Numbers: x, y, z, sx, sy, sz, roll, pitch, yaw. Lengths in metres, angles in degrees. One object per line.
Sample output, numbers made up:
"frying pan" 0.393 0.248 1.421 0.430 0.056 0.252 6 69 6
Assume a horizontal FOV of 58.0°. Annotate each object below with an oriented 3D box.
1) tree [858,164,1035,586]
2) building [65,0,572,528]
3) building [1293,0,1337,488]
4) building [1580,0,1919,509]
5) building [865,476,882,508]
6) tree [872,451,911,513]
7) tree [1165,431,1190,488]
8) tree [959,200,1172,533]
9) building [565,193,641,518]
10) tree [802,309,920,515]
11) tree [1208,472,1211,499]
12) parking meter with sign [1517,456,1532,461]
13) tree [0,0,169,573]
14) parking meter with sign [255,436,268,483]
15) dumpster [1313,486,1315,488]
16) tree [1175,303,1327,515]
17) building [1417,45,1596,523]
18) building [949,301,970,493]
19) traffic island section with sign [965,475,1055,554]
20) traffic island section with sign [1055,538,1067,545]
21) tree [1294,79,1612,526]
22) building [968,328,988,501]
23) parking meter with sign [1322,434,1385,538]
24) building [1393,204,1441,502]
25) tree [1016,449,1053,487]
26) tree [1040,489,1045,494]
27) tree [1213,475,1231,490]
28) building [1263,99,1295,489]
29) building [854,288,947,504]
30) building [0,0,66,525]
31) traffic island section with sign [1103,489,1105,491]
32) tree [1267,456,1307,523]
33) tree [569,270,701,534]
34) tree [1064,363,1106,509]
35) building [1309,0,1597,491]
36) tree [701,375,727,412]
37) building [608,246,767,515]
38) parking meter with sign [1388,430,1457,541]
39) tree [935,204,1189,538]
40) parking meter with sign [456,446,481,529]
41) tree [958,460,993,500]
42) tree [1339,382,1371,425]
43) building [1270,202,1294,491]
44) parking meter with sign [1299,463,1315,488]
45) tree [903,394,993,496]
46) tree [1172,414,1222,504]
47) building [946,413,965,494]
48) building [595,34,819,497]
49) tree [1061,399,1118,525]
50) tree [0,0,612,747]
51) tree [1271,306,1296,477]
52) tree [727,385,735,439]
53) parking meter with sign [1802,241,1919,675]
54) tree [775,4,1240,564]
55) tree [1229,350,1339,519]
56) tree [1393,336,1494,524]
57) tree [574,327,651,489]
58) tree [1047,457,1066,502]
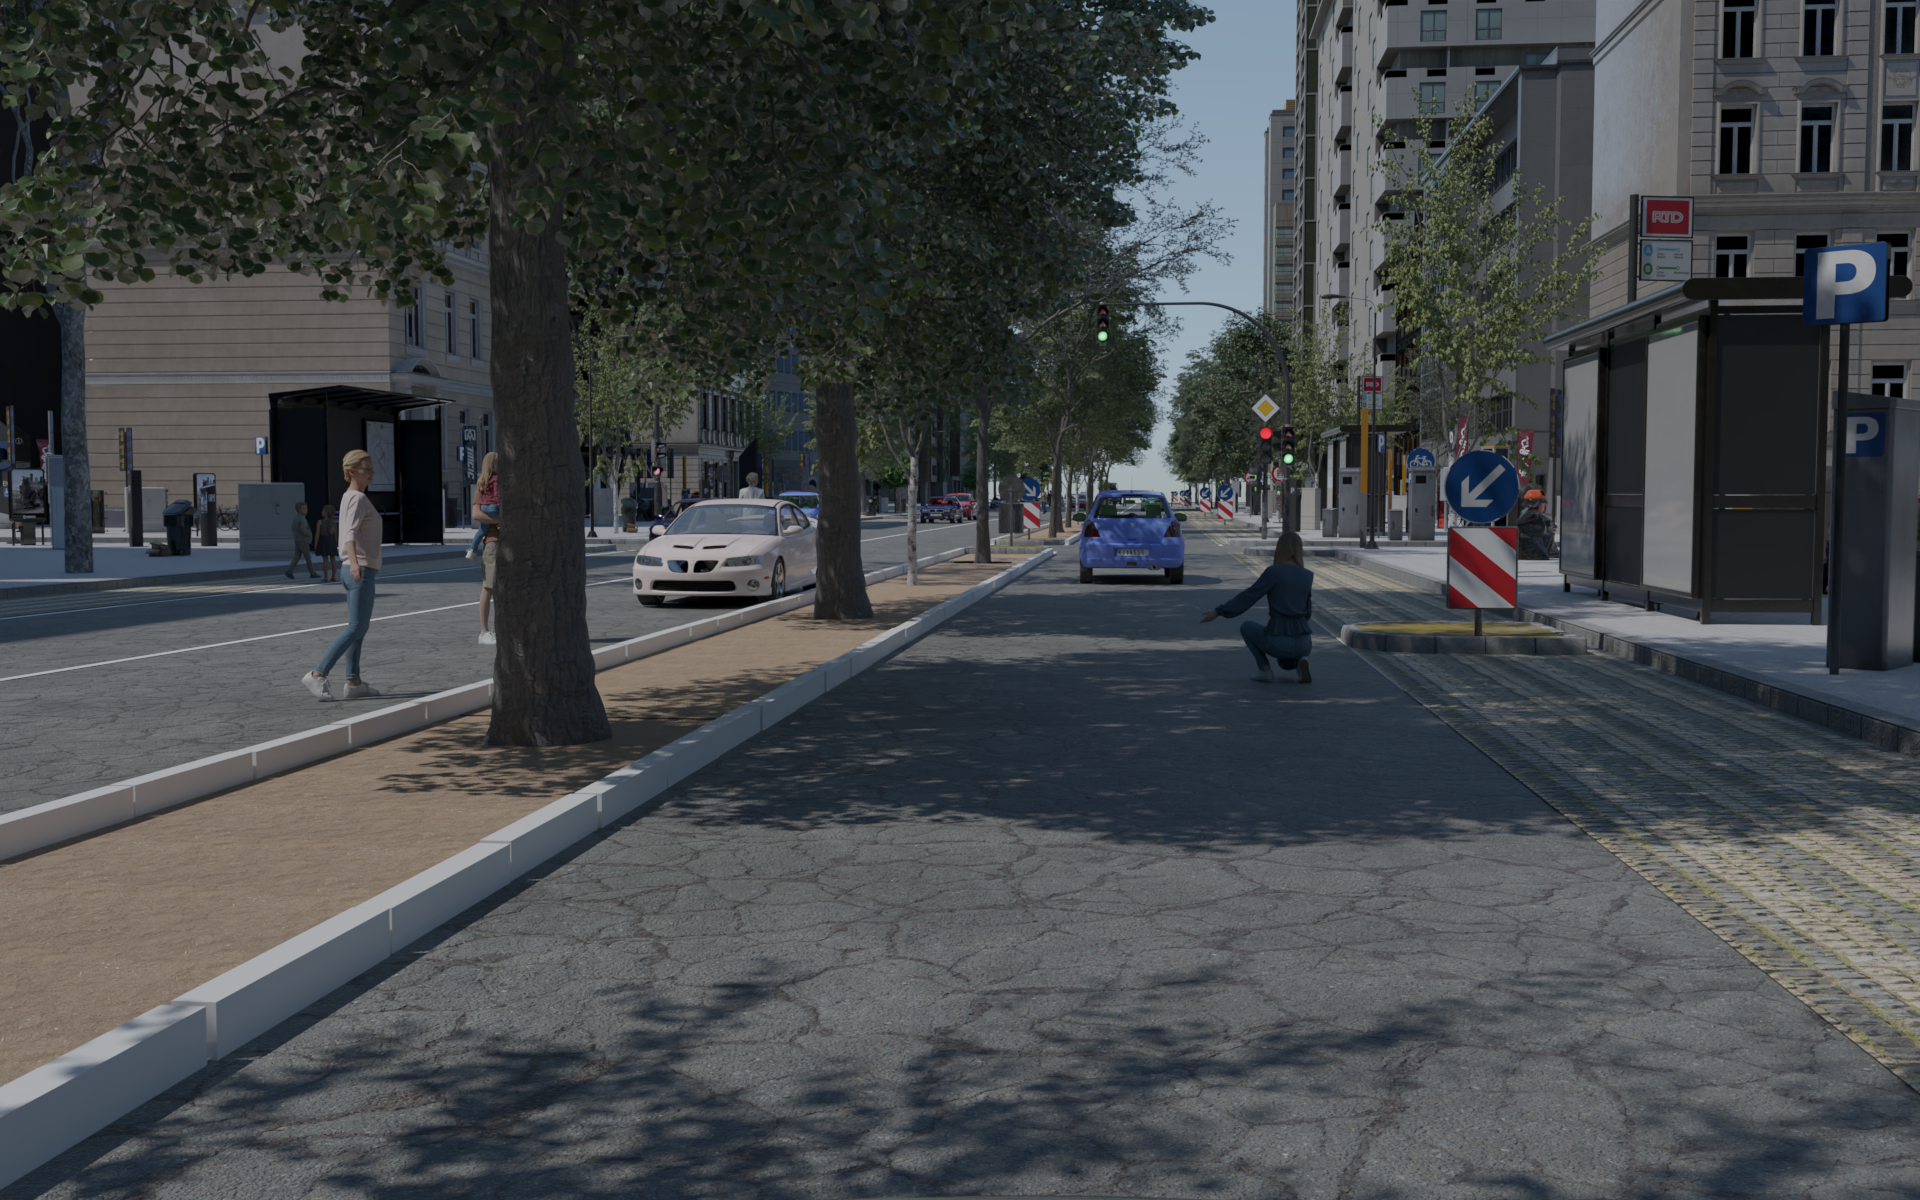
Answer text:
"tree" -0.756 -4.533 26.942 4.737 8.622 4.395 0 3 0
"building" -26.194 -17.619 73.981 13.634 28.700 20.117 0 4 6
"building" 52.362 -48.141 225.352 20.563 71.187 20.611 0 4 6
"building" 36.456 -16.174 61.710 25.104 27.353 12.463 0 4 6
"building" -24.491 -29.179 168.951 32.217 40.220 23.993 0 4 6
"tree" -4.408 -8.190 117.620 4.285 4.588 4.351 0 3 0
"tree" 33.175 -19.794 249.380 9.928 11.665 9.643 0 3 0
"tree" 3.673 -8.729 63.299 7.486 12.596 7.792 0 3 0
"building" -26.182 -13.810 93.239 16.820 18.784 16.811 0 4 6
"tree" -5.973 -11.503 106.201 7.486 12.596 7.792 0 3 0
"tree" 25.923 -15.088 181.096 7.601 10.594 8.767 2 4 27
"parking meter with sign" 22.368 -4.479 69.485 0.543 3.016 1.738 2 4 35
"tree" -13.544 -10.579 28.859 12.611 20.169 13.585 0 3 0
"parking meter with sign" -20.663 -3.480 53.156 0.543 3.016 1.738 2 4 35
"dumpster" 17.808 -4.959 83.575 1.502 2.255 1.985 0 4 6
"tree" 17.829 -11.458 104.345 9.611 12.733 9.660 0 3 0
"building" 33.316 -16.579 90.134 14.314 24.678 30.058 0 4 6
"building" -6.066 -37.558 264.184 14.600 45.320 14.200 0 4 6
"traffic island section with sign" 1.186 -2.067 41.925 2.006 1.907 1.989 0 4 6
"traffic island section with sign" 2.018 -2.517 49.286 2.006 1.907 1.989 0 4 6
"tree" 9.079 -4.941 31.148 4.737 8.622 4.395 0 3 0
"building" -3.104 -36.366 278.183 14.154 41.232 14.086 0 4 6
"parking meter with sign" 11.478 -3.328 50.671 1.738 3.016 0.543 2 4 35
"building" 35.873 -17.347 113.300 12.332 23.373 15.834 0 4 6
"tree" 9.630 -19.955 243.278 9.611 12.733 9.660 0 3 0
"tree" 11.958 -16.139 258.470 1.663 3.219 1.824 0 3 0
"tree" 21.512 -8.896 140.043 1.663 3.219 1.824 0 3 0
"building" 56.866 -44.183 264.393 21.231 58.520 28.212 0 4 6
"building" -9.478 -27.973 229.058 14.160 30.474 14.107 0 4 6
"building" -46.096 -14.740 70.671 15.834 23.373 12.332 0 4 6
"traffic island section with sign" 10.348 -7.084 123.963 2.006 1.907 1.989 0 4 6
"tree" 14.428 -4.990 76.188 1.663 3.219 1.824 0 3 0
"tree" -11.410 -6.461 55.995 4.737 8.622 4.395 0 3 0
"tree" 5.220 -8.055 84.520 4.737 8.622 4.395 0 3 0
"building" 49.934 -35.566 170.746 28.713 52.752 27.495 0 4 6
"tree" -10.751 -6.784 61.285 4.737 8.622 4.395 0 3 0
"building" -19.750 -15.390 116.258 10.561 19.102 19.286 0 4 6
"parking meter with sign" 12.655 -3.134 47.494 1.738 3.016 0.543 0 4 4
"tree" 2.952 -7.272 55.763 8.767 10.594 7.601 0 4 6
"parking meter with sign" -17.350 -4.067 62.764 1.738 3.016 0.543 2 4 24
"tree" 1.480 -11.195 166.747 4.285 4.588 4.351 0 3 0
"tree" 25.248 -9.884 111.965 4.360 8.622 3.978 0 3 0
"building" 50.904 -34.267 243.852 14.154 41.232 14.086 0 4 6
"parking meter with sign" 19.318 -6.058 95.309 0.543 3.016 1.738 -1 4 -16
"tree" -1.311 -13.034 138.867 9.928 11.665 9.643 0 3 0
"tree" 29.561 -18.295 217.245 7.486 12.596 7.792 0 3 0
"building" -9.979 -49.407 246.053 20.563 71.187 20.611 0 4 6
"building" -22.231 -36.665 141.466 21.231 58.520 28.212 0 4 6
"tree" 5.367 -7.711 78.891 4.360 8.622 3.978 0 3 0
"tree" -2.384 -6.142 9.532 9.857 13.997 8.962 0 3 0
"tree" 13.466 -6.990 64.652 4.737 8.622 4.395 0 3 0
"tree" -11.403 -9.099 99.129 4.737 8.622 4.395 0 3 0
"parking meter with sign" 6.801 -1.012 12.803 1.738 3.016 0.543 -3 5 -45
"tree" 0.453 -7.495 35.373 12.009 13.543 11.850 0 3 0
"tree" 15.995 -8.402 87.742 4.360 8.622 3.978 0 3 0
"tree" 20.930 -7.636 75.217 4.360 8.622 3.978 0 3 0
"tree" -15.653 -7.737 76.865 4.360 8.622 3.978 0 3 0
"tree" 13.859 -21.389 275.471 9.928 11.665 9.643 0 3 0
